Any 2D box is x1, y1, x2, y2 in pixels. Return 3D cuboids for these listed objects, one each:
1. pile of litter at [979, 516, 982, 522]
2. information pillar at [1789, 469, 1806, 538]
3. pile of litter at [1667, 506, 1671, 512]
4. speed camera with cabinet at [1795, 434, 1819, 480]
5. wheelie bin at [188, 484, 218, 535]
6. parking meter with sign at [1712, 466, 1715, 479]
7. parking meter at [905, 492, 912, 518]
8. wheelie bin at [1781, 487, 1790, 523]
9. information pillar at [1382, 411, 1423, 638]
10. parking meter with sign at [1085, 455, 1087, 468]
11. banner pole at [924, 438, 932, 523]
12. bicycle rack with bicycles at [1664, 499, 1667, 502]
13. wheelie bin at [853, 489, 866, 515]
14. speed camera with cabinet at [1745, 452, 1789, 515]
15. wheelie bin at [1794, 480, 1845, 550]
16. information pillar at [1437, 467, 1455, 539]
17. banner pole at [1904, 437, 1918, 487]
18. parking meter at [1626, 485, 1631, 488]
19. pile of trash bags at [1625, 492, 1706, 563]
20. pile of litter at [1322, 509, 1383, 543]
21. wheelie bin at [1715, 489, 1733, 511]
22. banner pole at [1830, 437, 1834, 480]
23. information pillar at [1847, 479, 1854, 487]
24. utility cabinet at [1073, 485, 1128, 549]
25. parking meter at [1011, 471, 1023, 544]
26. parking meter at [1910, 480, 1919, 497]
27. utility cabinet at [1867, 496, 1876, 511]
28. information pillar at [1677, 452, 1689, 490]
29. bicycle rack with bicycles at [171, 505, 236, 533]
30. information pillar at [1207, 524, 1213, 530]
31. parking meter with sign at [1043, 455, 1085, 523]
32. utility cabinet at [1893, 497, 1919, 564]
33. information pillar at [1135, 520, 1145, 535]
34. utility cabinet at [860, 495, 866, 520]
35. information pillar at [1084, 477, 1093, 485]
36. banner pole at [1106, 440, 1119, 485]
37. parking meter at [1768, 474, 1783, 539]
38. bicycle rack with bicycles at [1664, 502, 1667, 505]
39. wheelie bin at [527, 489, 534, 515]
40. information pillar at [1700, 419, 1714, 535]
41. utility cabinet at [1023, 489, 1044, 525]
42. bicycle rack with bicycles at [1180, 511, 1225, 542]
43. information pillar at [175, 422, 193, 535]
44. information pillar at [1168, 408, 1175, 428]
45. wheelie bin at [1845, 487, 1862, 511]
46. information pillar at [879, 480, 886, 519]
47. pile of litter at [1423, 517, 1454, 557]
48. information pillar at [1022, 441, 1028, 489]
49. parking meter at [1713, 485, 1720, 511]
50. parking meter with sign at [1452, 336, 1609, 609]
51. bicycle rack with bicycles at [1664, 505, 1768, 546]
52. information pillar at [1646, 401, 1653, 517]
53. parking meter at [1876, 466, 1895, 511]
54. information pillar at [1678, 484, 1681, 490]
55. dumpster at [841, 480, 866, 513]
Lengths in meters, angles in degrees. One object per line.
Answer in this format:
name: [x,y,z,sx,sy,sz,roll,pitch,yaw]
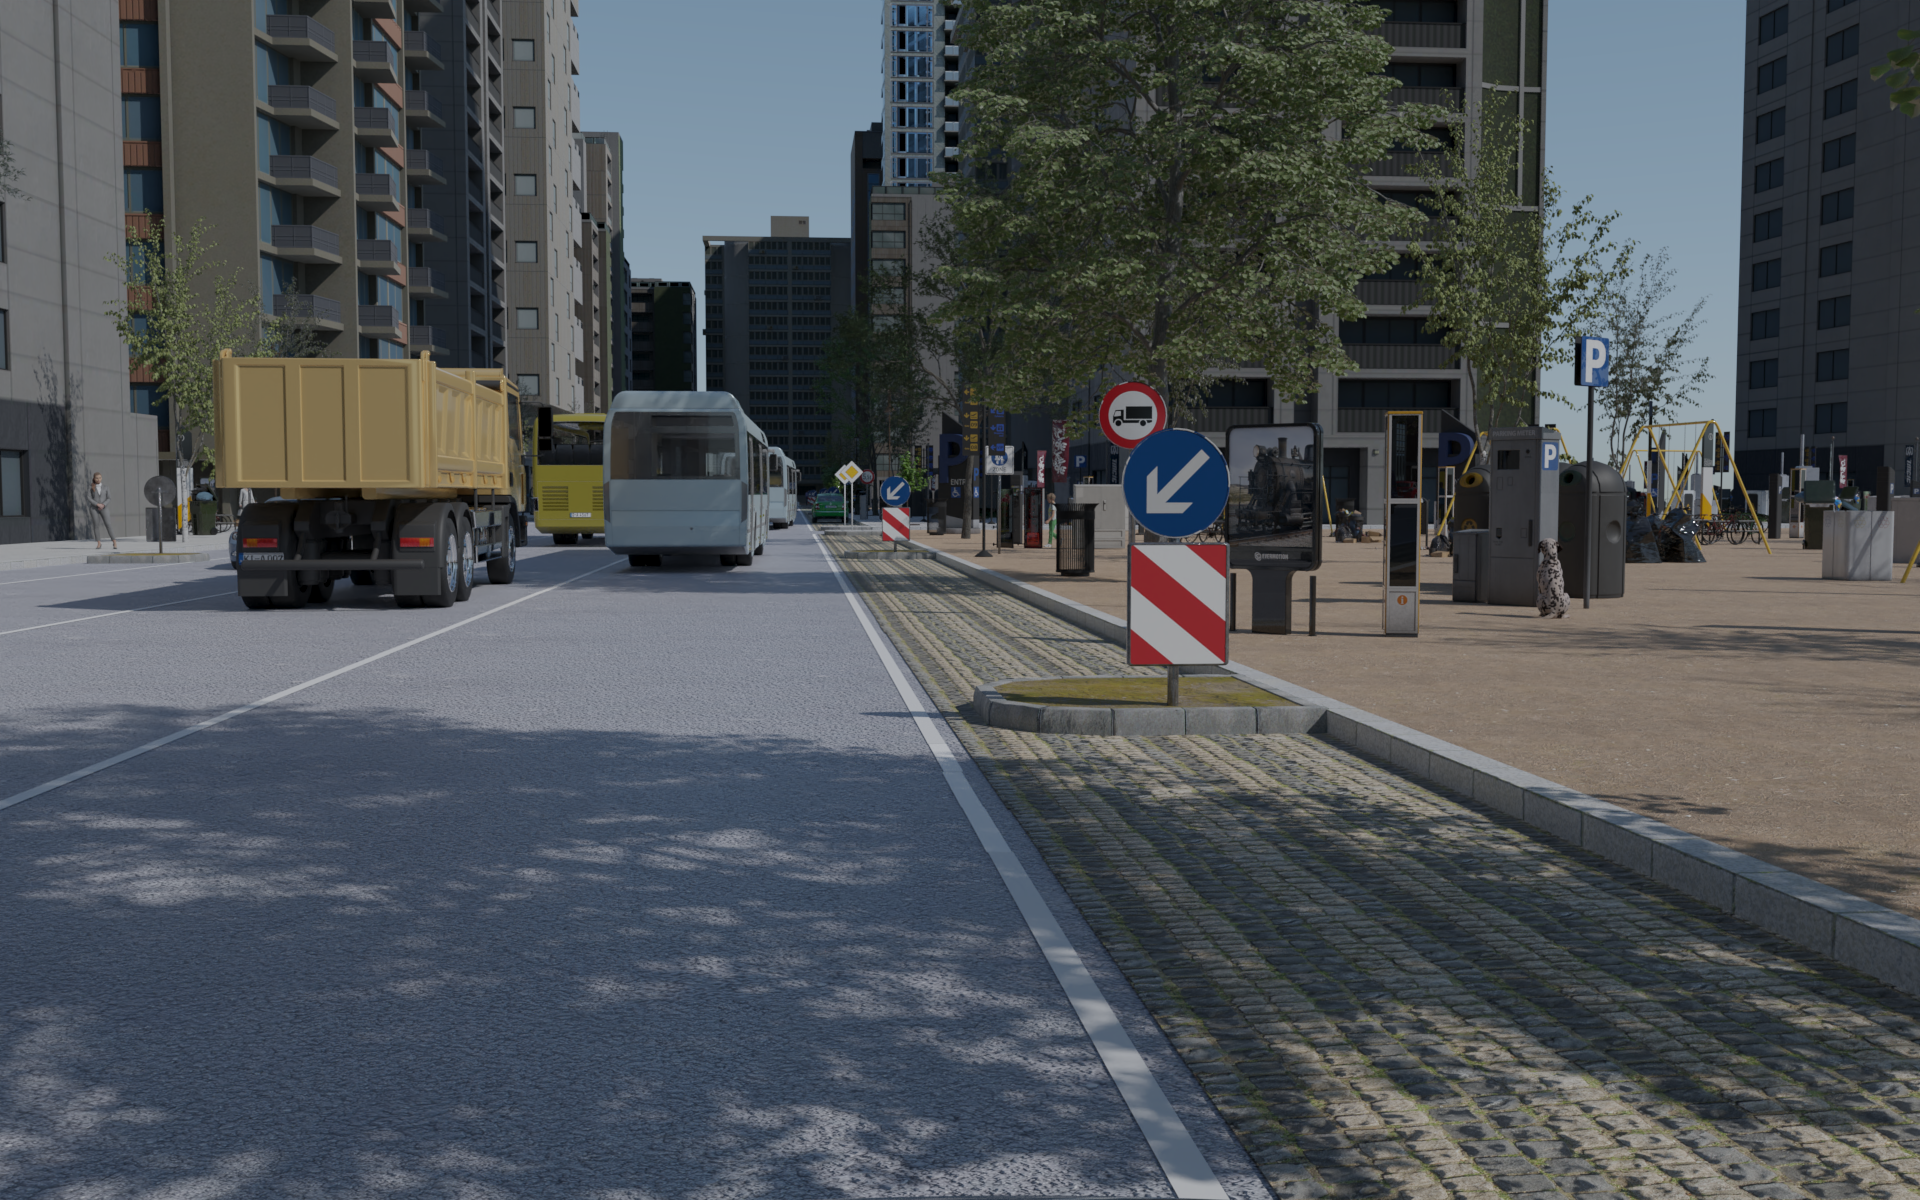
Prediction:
pile of litter: [0.546,-3.944,78.445,1.719,0.858,1.176,-3,5,-43]
information pillar: [24.282,-2.796,50.213,0.304,2.012,0.304,-3,4,-36]
pile of litter: [50.421,-6.612,122.072,1.719,0.858,1.176,2,4,34]
speed camera with cabinet: [28.046,-3.822,56.829,0.660,3.252,2.038,0,4,6]
wheelie bin: [-23.514,-2.809,53.829,0.980,1.594,0.693,3,4,36]
parking meter with sign: [45.496,-6.751,106.643,1.738,3.016,0.543,0,4,-6]
parking meter: [-2.789,-5.397,93.952,0.255,1.863,0.399,-2,4,-31]
wheelie bin: [36.191,-4.146,75.690,0.693,1.594,0.980,-1,4,-19]
information pillar: [3.969,-0.677,15.558,0.304,2.012,0.304,1,4,9]
parking meter with sign: [5.546,-5.050,78.826,0.543,3.016,1.738,1,4,9]
banner pole: [-1.426,-5.399,78.288,0.401,3.779,0.863,0,4,0]
bicycle rack with bicycles: [56.269,-7.712,139.468,2.852,0.926,2.925,2,4,26]
wheelie bin: [-6.071,-6.015,106.258,0.980,1.594,0.693,-3,4,-39]
speed camera with cabinet: [38.652,-5.422,82.981,0.660,3.252,2.038,-2,4,-23]
wheelie bin: [19.853,-1.970,40.122,0.980,1.594,0.693,2,4,23]
information pillar: [13.054,-2.571,46.535,0.304,2.012,0.304,-2,4,-28]
banner pole: [42.227,-5.312,76.870,0.401,3.779,0.863,-1,4,-15]
parking meter: [44.263,-6.671,114.779,0.255,1.863,0.399,-1,4,-16]
pile of trash bags: [12.981,-1.460,33.629,1.912,1.369,3.447,0,4,-1]
pile of litter: [10.666,-1.950,45.841,1.719,0.858,1.176,-1,4,-13]
wheelie bin: [45.244,-5.790,102.568,0.980,1.594,0.693,2,4,27]
banner pole: [38.032,-5.236,75.630,0.401,3.779,0.863,1,4,20]
information pillar: [44.825,-5.061,87.247,0.304,2.012,0.304,2,4,25]
utility cabinet: [3.238,-1.930,40.238,1.173,1.500,0.318,0,4,-7]
parking meter: [1.446,-2.358,44.259,0.255,1.863,0.399,1,4,13]
parking meter: [39.658,-4.048,71.889,0.399,1.863,0.255,1,4,12]
utility cabinet: [29.369,-2.687,55.101,0.306,1.237,1.020,-1,4,-18]
information pillar: [40.800,-6.495,97.541,0.504,3.616,0.183,-2,4,-28]
bicycle rack with bicycles: [-25.082,-2.646,56.652,2.925,0.926,2.852,-3,4,-36]
information pillar: [8.081,-3.186,56.577,0.304,2.012,0.304,-1,4,-8]
parking meter with sign: [4.549,-4.928,76.836,1.738,3.016,0.543,0,4,6]
utility cabinet: [17.770,-1.273,31.979,0.306,1.237,1.020,-3,5,-40]
information pillar: [5.605,-3.836,54.076,0.504,3.616,0.183,-2,4,-34]
utility cabinet: [-4.886,-4.650,87.182,0.306,1.237,1.020,0,4,-6]
information pillar: [5.456,-4.232,73.679,0.304,2.012,0.304,3,5,40]
banner pole: [6.476,-5.142,74.092,0.863,3.779,0.401,-2,4,-28]
parking meter: [23.337,-2.683,49.580,0.255,1.863,0.399,3,5,43]
bicycle rack with bicycles: [24.516,-2.655,56.787,2.852,0.926,2.925,-2,4,-29]
wheelie bin: [-26.058,-6.012,106.207,0.980,1.594,0.693,-1,4,-9]
information pillar: [23.242,-3.824,53.883,0.504,3.616,0.183,-2,4,-33]
utility cabinet: [2.801,-3.740,69.822,1.173,1.500,0.318,0,4,-1]
bicycle rack with bicycles: [6.334,-1.834,43.373,2.925,0.926,2.852,0,4,1]
information pillar: [-24.589,-3.886,54.898,0.504,3.616,0.183,-3,4,-38]
information pillar: [5.765,-3.424,47.342,0.183,3.616,0.504,-1,4,-11]
wheelie bin: [37.212,-3.947,72.434,0.693,1.594,0.980,-2,4,-32]
information pillar: [-3.970,-5.189,89.339,0.304,2.012,0.304,-2,4,-33]
pile of litter: [10.334,-1.315,35.473,1.719,0.858,1.176,0,4,7]
information pillar: [2.872,-5.227,76.815,0.183,3.616,0.504,2,4,26]
parking meter: [48.211,-6.401,110.364,0.255,1.863,0.399,-3,5,-41]
parking meter with sign: [6.498,-1.448,19.939,0.543,3.016,1.738,-3,4,-38]
bicycle rack with bicycles: [19.389,-1.901,44.468,2.925,0.926,2.852,-1,4,-16]
information pillar: [17.238,-3.178,43.314,0.183,3.616,0.504,1,4,21]
parking meter: [19.616,-1.897,36.732,0.255,1.863,0.399,3,5,44]
information pillar: [47.680,-6.746,114.792,0.304,2.012,0.304,3,5,45]
dumpster: [-7.485,-7.191,120.064,1.502,2.255,1.985,0,4,-6]
